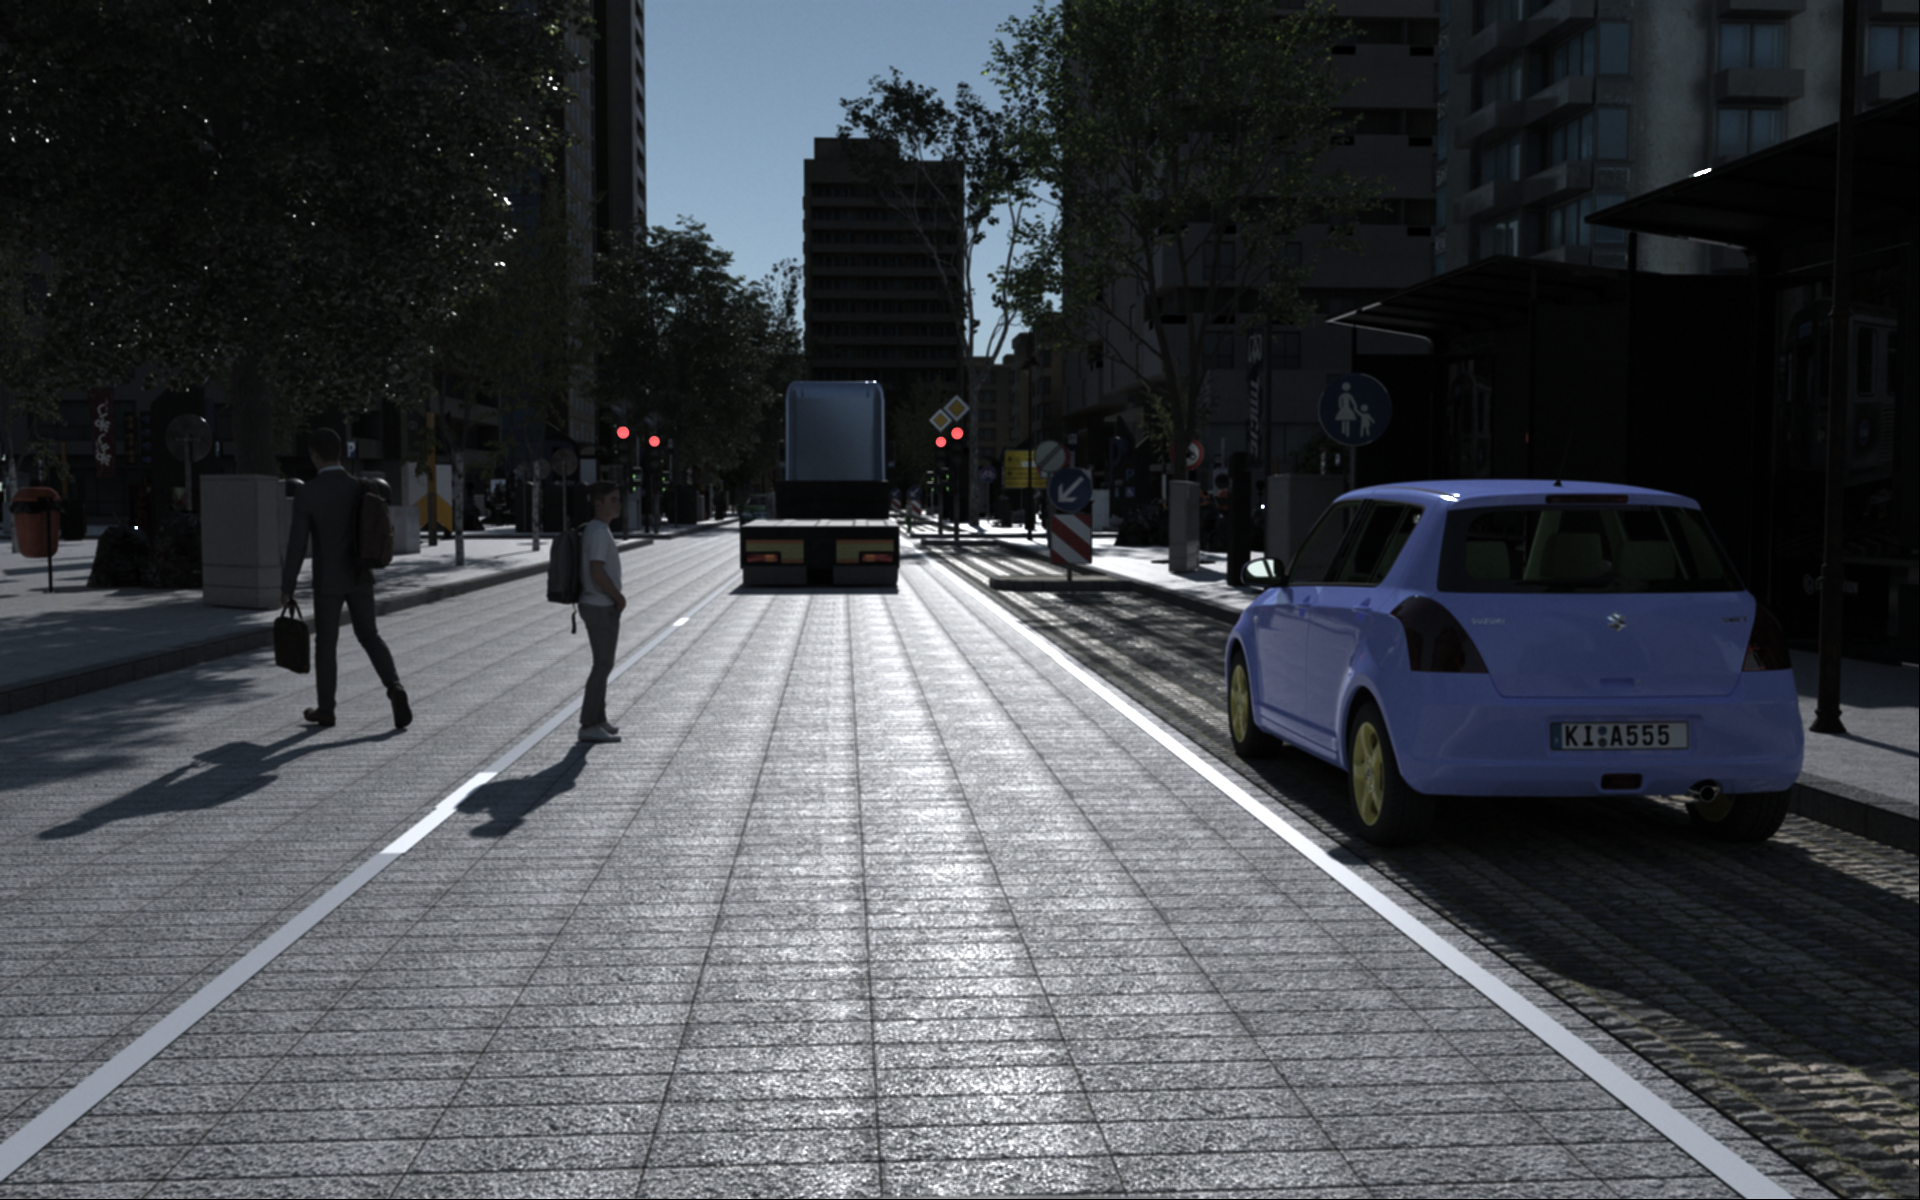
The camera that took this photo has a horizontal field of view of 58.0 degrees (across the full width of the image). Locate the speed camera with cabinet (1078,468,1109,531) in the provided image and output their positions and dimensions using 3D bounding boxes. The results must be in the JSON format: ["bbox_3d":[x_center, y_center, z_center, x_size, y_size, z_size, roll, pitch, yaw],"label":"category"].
[{"bbox_3d":[4.742,-4.088,61.179,2.038,3.252,0.660,3,5,44],"label":"speed camera with cabinet"}]

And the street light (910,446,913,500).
[{"bbox_3d":[-3.712,-9.710,131.545,0.468,5.910,1.993,0,4,-4],"label":"street light"}]

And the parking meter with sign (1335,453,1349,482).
[{"bbox_3d":[16.894,-4.742,73.798,1.738,3.016,0.543,-1,4,-11],"label":"parking meter with sign"}]

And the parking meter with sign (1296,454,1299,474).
[{"bbox_3d":[15.657,-4.885,76.133,1.738,3.016,0.543,1,4,15],"label":"parking meter with sign"}]

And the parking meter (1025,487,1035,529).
[{"bbox_3d":[2.539,-3.341,63.042,0.372,1.533,0.369,0,3,0],"label":"parking meter"}]

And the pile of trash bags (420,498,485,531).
[{"bbox_3d":[-18.275,-3.131,60.939,3.447,1.369,1.912,3,5,42],"label":"pile of trash bags"}]

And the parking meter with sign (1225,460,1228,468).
[{"bbox_3d":[13.597,-5.670,88.963,0.543,3.016,1.738,-1,4,-12],"label":"parking meter with sign"}]

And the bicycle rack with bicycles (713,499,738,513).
[{"bbox_3d":[-16.099,-6.527,120.091,2.852,0.926,2.925,1,4,16],"label":"bicycle rack with bicycles"}]

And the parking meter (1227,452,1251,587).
[{"bbox_3d":[3.895,-1.129,24.169,0.255,1.863,0.399,0,4,-5],"label":"parking meter"}]

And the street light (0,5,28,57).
[{"bbox_3d":[-7.395,-2.444,12.741,0.468,5.910,1.993,0,4,-4],"label":"street light"}]

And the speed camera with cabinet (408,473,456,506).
[{"bbox_3d":[-23.337,-5.029,76.559,2.038,3.252,0.660,-1,4,-13],"label":"speed camera with cabinet"}]

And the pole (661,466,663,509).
[{"bbox_3d":[-17.117,-6.441,99.152,0.158,3.312,0.155,0,3,0],"label":"pole"}]

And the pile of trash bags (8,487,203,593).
[{"bbox_3d":[-11.281,-0.861,23.823,1.912,1.369,3.447,2,4,32],"label":"pile of trash bags"}]

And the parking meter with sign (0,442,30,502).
[{"bbox_3d":[-31.901,-3.817,58.662,0.543,3.016,1.738,1,4,19],"label":"parking meter with sign"}]

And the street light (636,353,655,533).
[{"bbox_3d":[-10.315,-5.146,56.924,0.468,5.910,1.993,0,4,-4],"label":"street light"}]

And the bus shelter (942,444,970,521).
[{"bbox_3d":[-0.200,-5.681,84.162,1.731,3.624,6.357,0,4,-4],"label":"bus shelter"}]

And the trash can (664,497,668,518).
[{"bbox_3d":[-15.548,-4.979,93.065,0.748,1.137,0.748,0,3,0],"label":"trash can"}]

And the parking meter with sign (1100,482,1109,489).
[{"bbox_3d":[9.642,-7.243,114.679,1.738,3.016,0.543,1,4,10],"label":"parking meter with sign"}]

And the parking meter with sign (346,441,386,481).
[{"bbox_3d":[-19.608,-3.778,58.036,0.543,3.016,1.738,3,4,37],"label":"parking meter with sign"}]

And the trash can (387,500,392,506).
[{"bbox_3d":[-13.383,-1.711,39.633,0.748,1.137,0.748,0,3,0],"label":"trash can"}]

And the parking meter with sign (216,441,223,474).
[{"bbox_3d":[-24.892,-3.667,56.219,1.738,3.016,0.543,-3,4,-39],"label":"parking meter with sign"}]

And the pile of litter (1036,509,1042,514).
[{"bbox_3d":[5.745,-6.077,113.321,1.719,0.858,1.176,0,4,2],"label":"pile of litter"}]

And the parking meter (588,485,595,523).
[{"bbox_3d":[-9.115,-2.135,43.313,0.372,1.533,0.369,0,3,0],"label":"parking meter"}]

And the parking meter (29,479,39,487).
[{"bbox_3d":[-36.568,-3.831,68.356,0.399,1.863,0.255,0,4,0],"label":"parking meter"}]

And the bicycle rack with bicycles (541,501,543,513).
[{"bbox_3d":[-23.764,-5.311,100.209,2.925,0.926,2.852,1,4,14],"label":"bicycle rack with bicycles"}]

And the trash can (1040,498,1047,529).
[{"bbox_3d":[3.314,-3.201,63.988,0.748,1.137,0.748,0,3,0],"label":"trash can"}]

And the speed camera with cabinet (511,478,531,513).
[{"bbox_3d":[-30.448,-7.753,121.090,0.660,3.252,2.038,2,4,31],"label":"speed camera with cabinet"}]

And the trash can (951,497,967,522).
[{"bbox_3d":[-0.066,-4.678,88.146,0.748,1.137,0.748,0,3,0],"label":"trash can"}]

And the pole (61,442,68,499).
[{"bbox_3d":[-34.904,-4.506,67.517,0.158,3.312,0.155,0,3,0],"label":"pole"}]

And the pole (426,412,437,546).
[{"bbox_3d":[-13.108,-3.005,42.976,0.158,3.312,0.155,0,3,0],"label":"pole"}]

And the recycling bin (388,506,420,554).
[{"bbox_3d":[-12.130,-1.517,37.359,0.722,1.027,0.722,0,4,8],"label":"recycling bin"}]

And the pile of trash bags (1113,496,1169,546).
[{"bbox_3d":[5.410,-2.083,43.806,1.912,1.369,3.447,2,4,34],"label":"pile of trash bags"}]

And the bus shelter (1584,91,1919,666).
[{"bbox_3d":[6.346,-1.253,11.768,1.731,3.624,6.357,0,4,-4],"label":"bus shelter"}]

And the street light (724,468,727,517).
[{"bbox_3d":[-13.048,-7.541,96.076,0.468,5.910,1.993,0,4,-4],"label":"street light"}]

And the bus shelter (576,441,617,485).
[{"bbox_3d":[-14.709,-4.550,68.319,2.014,3.302,5.546,0,4,-4],"label":"bus shelter"}]

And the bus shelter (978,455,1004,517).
[{"bbox_3d":[1.197,-6.084,93.405,2.014,3.302,5.546,0,4,-4],"label":"bus shelter"}]

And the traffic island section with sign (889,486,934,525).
[{"bbox_3d":[-2.279,-4.454,81.444,1.989,1.847,2.006,0,4,-4],"label":"traffic island section with sign"}]

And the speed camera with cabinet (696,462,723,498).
[{"bbox_3d":[-15.150,-6.650,103.070,2.038,3.252,0.660,0,3,0],"label":"speed camera with cabinet"}]

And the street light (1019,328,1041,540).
[{"bbox_3d":[1.953,-4.618,48.295,0.468,5.910,1.993,0,4,-4],"label":"street light"}]

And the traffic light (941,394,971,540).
[{"bbox_3d":[-0.116,-3.663,48.818,0.839,4.253,0.868,0,4,-4],"label":"traffic light"}]

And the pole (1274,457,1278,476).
[{"bbox_3d":[17.448,-6.224,95.604,0.158,3.312,0.155,0,3,0],"label":"pole"}]

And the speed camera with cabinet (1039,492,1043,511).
[{"bbox_3d":[5.139,-8.249,129.201,2.038,3.252,0.660,0,4,1],"label":"speed camera with cabinet"}]

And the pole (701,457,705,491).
[{"bbox_3d":[-13.977,-6.137,94.184,0.158,3.312,0.155,0,3,0],"label":"pole"}]

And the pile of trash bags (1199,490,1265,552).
[{"bbox_3d":[6.322,-1.845,39.925,1.912,1.369,3.447,0,4,-2],"label":"pile of trash bags"}]

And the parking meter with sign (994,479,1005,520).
[{"bbox_3d":[2.551,-5.514,86.417,1.738,3.016,0.543,1,4,19],"label":"parking meter with sign"}]

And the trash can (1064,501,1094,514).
[{"bbox_3d":[2.628,-1.642,38.498,0.748,1.137,0.748,0,3,0],"label":"trash can"}]

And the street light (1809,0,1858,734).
[{"bbox_3d":[4.689,-2.226,9.179,0.468,5.910,1.993,0,4,-4],"label":"street light"}]

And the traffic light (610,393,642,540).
[{"bbox_3d":[-9.304,-3.624,48.178,0.839,4.253,0.868,0,4,-4],"label":"traffic light"}]

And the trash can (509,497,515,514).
[{"bbox_3d":[-20.503,-4.187,80.106,0.748,1.137,0.748,0,3,0],"label":"trash can"}]

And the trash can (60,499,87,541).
[{"bbox_3d":[-24.532,-2.215,47.875,0.748,1.137,0.748,0,3,0],"label":"trash can"}]

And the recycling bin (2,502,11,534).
[{"bbox_3d":[-30.364,-2.653,55.930,0.722,1.027,0.722,0,4,7],"label":"recycling bin"}]

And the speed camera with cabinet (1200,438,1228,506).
[{"bbox_3d":[8.555,-4.078,61.014,2.038,3.252,0.660,1,4,8],"label":"speed camera with cabinet"}]

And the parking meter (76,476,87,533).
[{"bbox_3d":[-28.705,-3.112,56.586,0.255,1.863,0.399,-2,4,-28],"label":"parking meter"}]

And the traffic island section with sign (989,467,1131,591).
[{"bbox_3d":[1.471,-1.080,26.292,1.989,1.847,2.006,0,4,-4],"label":"traffic island section with sign"}]

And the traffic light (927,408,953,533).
[{"bbox_3d":[-0.658,-4.151,56.784,0.839,4.253,0.868,0,4,-4],"label":"traffic light"}]

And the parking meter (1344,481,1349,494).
[{"bbox_3d":[6.409,-1.263,29.056,0.372,1.533,0.369,0,3,0],"label":"parking meter"}]

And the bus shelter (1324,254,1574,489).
[{"bbox_3d":[5.907,-1.765,20.144,1.731,3.624,6.357,0,4,-4],"label":"bus shelter"}]

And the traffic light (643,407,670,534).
[{"bbox_3d":[-9.847,-4.112,56.145,0.839,4.253,0.868,0,4,-4],"label":"traffic light"}]

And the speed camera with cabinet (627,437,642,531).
[{"bbox_3d":[-11.524,-4.072,60.914,0.660,3.252,2.038,-1,4,-12],"label":"speed camera with cabinet"}]
